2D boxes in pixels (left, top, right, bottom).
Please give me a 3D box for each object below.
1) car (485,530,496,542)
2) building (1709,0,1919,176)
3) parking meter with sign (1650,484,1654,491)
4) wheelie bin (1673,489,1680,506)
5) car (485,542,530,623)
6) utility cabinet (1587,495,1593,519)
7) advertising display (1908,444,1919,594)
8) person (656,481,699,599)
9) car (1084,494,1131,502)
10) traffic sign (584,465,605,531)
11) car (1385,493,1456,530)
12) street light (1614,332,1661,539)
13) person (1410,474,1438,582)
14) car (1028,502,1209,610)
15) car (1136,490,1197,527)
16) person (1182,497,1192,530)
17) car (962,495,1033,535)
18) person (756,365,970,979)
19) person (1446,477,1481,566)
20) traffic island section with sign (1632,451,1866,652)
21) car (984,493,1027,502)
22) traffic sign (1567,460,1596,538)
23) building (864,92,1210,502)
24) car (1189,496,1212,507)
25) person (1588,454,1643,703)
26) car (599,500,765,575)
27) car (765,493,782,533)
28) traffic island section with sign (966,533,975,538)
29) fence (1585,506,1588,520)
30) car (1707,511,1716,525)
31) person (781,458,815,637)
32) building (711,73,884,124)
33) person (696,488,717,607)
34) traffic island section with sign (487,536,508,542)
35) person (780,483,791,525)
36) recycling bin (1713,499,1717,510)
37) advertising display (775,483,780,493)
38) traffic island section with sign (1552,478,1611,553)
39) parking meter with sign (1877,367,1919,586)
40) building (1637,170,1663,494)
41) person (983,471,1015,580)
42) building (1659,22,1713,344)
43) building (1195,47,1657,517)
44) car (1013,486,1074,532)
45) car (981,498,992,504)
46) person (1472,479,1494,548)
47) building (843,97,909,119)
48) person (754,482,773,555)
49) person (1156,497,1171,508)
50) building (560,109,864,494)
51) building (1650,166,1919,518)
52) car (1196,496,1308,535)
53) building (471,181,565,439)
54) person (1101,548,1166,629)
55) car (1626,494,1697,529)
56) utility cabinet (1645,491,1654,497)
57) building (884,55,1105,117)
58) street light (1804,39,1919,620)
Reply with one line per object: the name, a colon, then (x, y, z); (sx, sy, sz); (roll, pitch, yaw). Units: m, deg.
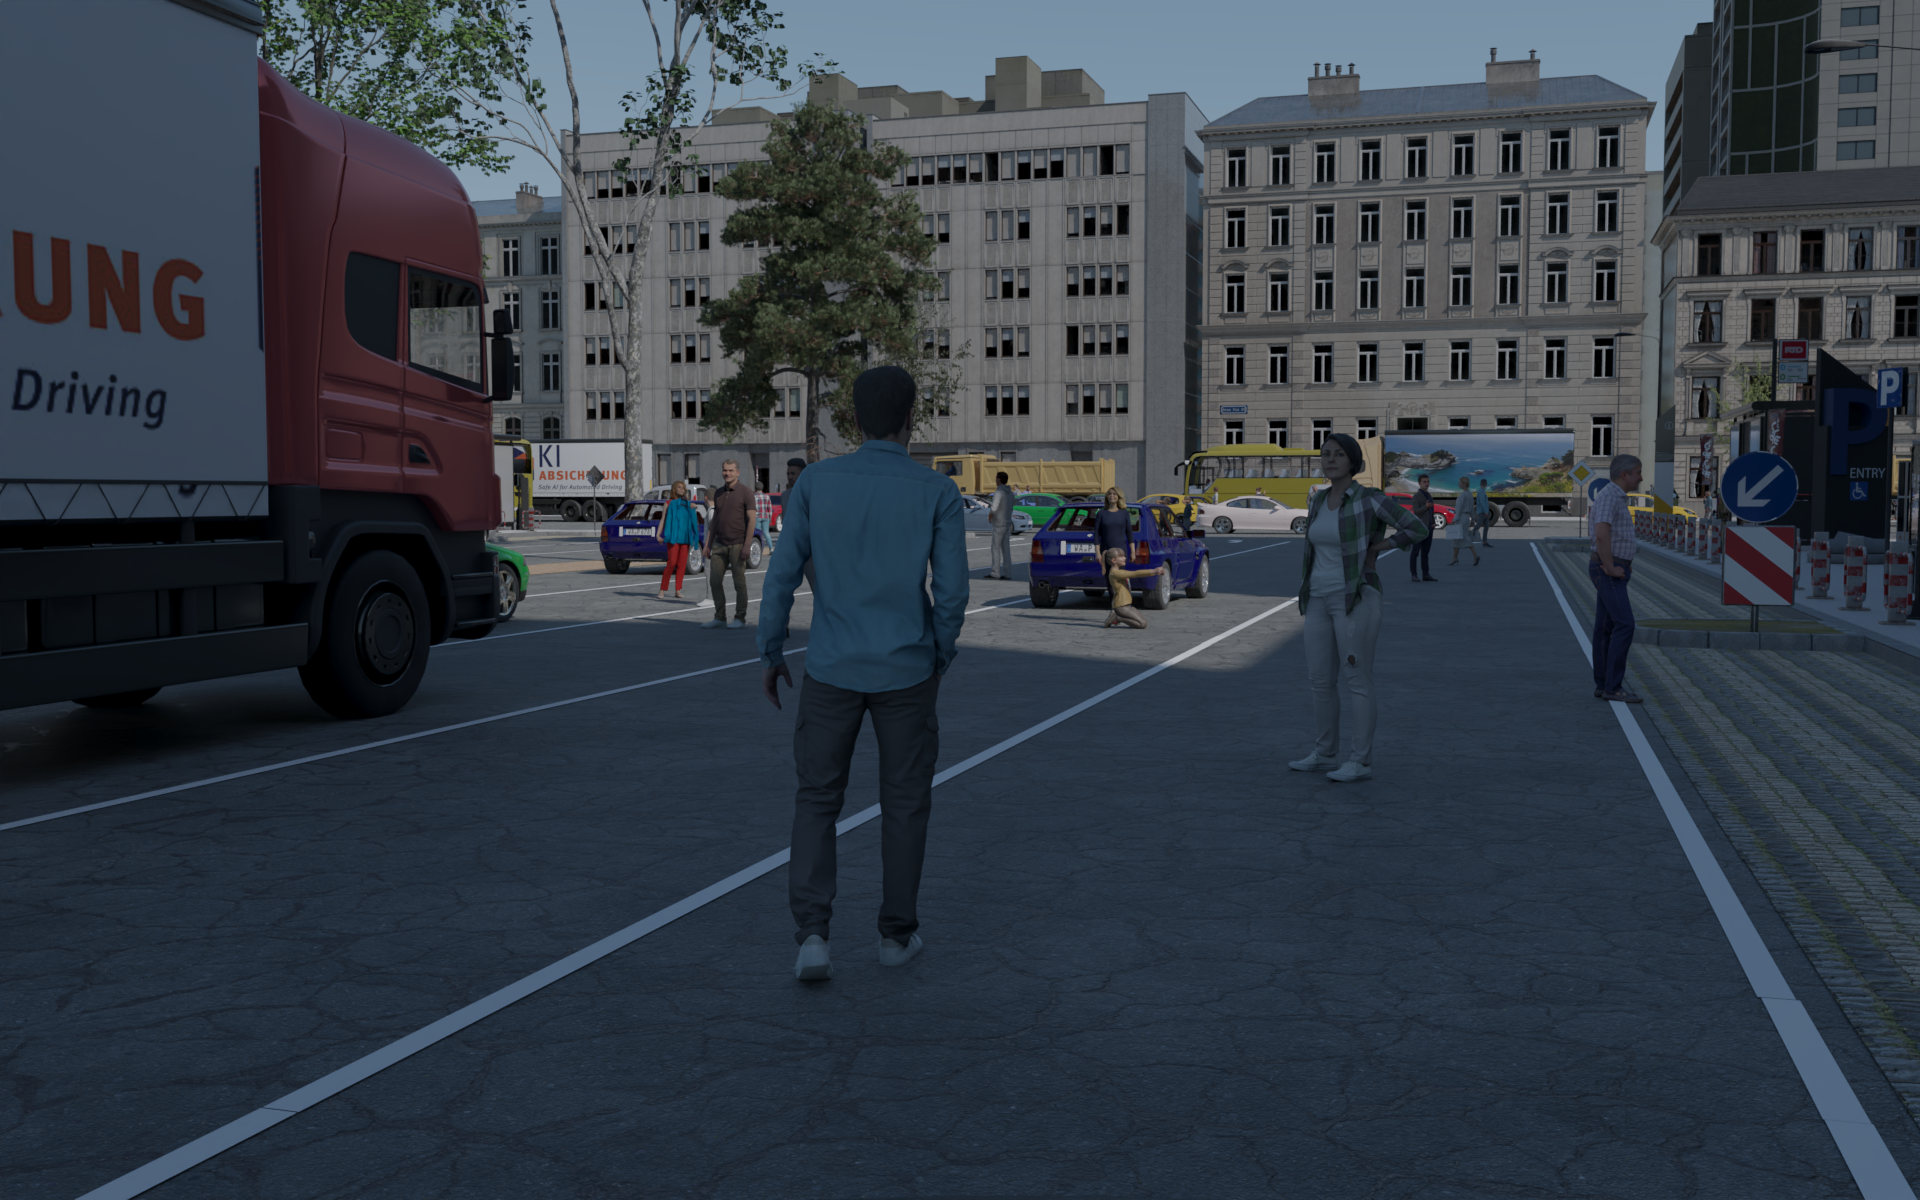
car: (-12.707, -1.881, 39.426); (2.281, 1.827, 5.304); (1, 4, 19)
building: (75.798, -43.674, 152.319); (20.563, 71.187, 20.611); (1, 4, 17)
parking meter with sign: (54.255, -8.498, 135.197); (1.738, 3.016, 0.543); (0, 4, 6)
wheelie bin: (47.582, -6.478, 113.817); (0.980, 1.594, 0.693); (0, 4, -1)
car: (-6.335, -0.576, 18.220); (1.959, 1.807, 4.718); (1, 4, 18)
utility cabinet: (32.226, -4.668, 87.484); (1.020, 1.237, 0.306); (3, 4, 37)
advertising display: (12.249, -1.026, 21.984); (0.123, 1.923, 0.974); (1, 4, 14)
person: (-3.889, -0.834, 23.843); (0.593, 1.614, 0.444); (-1, 4, -14)
car: (5.989, -3.530, 69.513); (2.131, 1.459, 4.920); (1, 4, 19)
traffic sign: (-12.679, -3.453, 60.094); (0.795, 2.450, 0.064); (1, 4, 17)
car: (18.275, -3.786, 70.948); (4.494, 1.783, 2.155); (1, 4, 19)
street light: (19.468, -4.723, 49.760); (1.470, 5.913, 1.316); (1, 4, 17)
person: (7.672, -1.178, 28.283); (0.617, 1.759, 0.750); (-2, 4, -25)
car: (2.183, -0.633, 22.930); (1.945, 1.354, 3.894); (1, 4, 19)
car: (8.503, -4.023, 75.995); (3.980, 1.641, 2.015); (1, 4, 19)
person: (6.467, -2.279, 49.670); (0.340, 1.345, 0.435); (1, 4, 16)
car: (0.310, -2.969, 60.538); (4.499, 1.417, 2.014); (1, 4, 17)
person: (-0.300, 0.204, 5.192); (0.660, 1.820, 0.620); (0, 4, 3)
person: (10.093, -1.577, 34.644); (0.694, 1.780, 0.624); (-2, 4, -34)
traffic island section with sign: (7.497, -0.497, 16.759); (1.989, 1.847, 2.006); (1, 4, 17)
car: (1.680, -3.998, 74.954); (3.694, 1.707, 1.945); (1, 4, 19)
traffic sign: (18.077, -2.862, 50.430); (0.795, 2.450, 0.064); (1, 4, 17)
building: (5.509, -17.911, 110.864); (19.932, 24.808, 12.078); (1, 4, 17)
car: (11.228, -4.238, 81.866); (3.894, 1.354, 1.945); (1, 4, 16)
person: (4.628, -0.164, 12.126); (0.436, 1.711, 0.756); (2, 4, 34)
car: (-5.074, -1.198, 32.168); (1.945, 1.354, 3.894); (1, 4, 18)
car: (-7.116, -3.489, 66.085); (2.155, 1.783, 4.494); (1, 4, 19)
traffic island section with sign: (-0.552, -2.964, 56.601); (2.006, 1.907, 1.989); (1, 4, 17)
fence: (32.208, -4.326, 86.111); (2.069, 0.683, 0.278); (1, 4, 22)
car: (32.309, -3.500, 69.225); (4.499, 1.417, 2.014); (1, 4, 16)
person: (-1.585, -0.525, 17.361); (0.678, 1.792, 0.850); (2, 4, 33)
building: (-15.194, -35.570, 205.269); (21.600, 48.544, 21.300); (1, 4, 17)
person: (-3.175, -0.680, 22.211); (0.523, 1.515, 0.503); (-2, 4, -24)
traffic island section with sign: (-14.792, -2.676, 52.380); (1.989, 1.847, 2.006); (1, 4, 17)
person: (-4.663, -2.350, 47.673); (0.760, 1.731, 0.466); (-1, 4, -11)
recycling bin: (37.524, -4.440, 85.155); (0.722, 1.027, 0.722); (-1, 4, -11)
advertising display: (-11.071, -6.105, 105.034); (0.123, 1.923, 0.974); (-1, 4, -17)
traffic island section with sign: (15.739, -2.097, 42.911); (1.989, 1.847, 2.006); (1, 4, 17)
parking meter with sign: (13.708, -1.702, 24.096); (1.738, 3.016, 0.543); (0, 4, -6)
building: (91.303, -38.885, 255.378); (30.456, 49.044, 23.786); (1, 4, 17)
person: (0.657, -1.238, 28.894); (0.789, 1.805, 0.875); (3, 4, 37)
building: (82.482, -33.618, 173.349); (21.300, 48.544, 21.600); (1, 4, 17)
building: (27.439, -18.726, 103.429); (25.104, 27.353, 12.463); (1, 4, 17)
car: (3.269, -3.349, 63.556); (4.718, 1.807, 1.959); (1, 4, 18)
car: (-0.293, -3.410, 68.110); (4.827, 1.381, 2.083); (1, 4, 18)
person: (13.946, -2.330, 46.461); (0.748, 1.841, 0.638); (2, 4, 27)
building: (-6.703, -29.490, 174.037); (32.217, 40.220, 23.993); (1, 4, 17)
person: (-4.657, -1.907, 40.523); (0.563, 1.720, 0.643); (-2, 4, -28)
person: (5.413, -2.070, 46.249); (0.435, 1.345, 0.340); (0, 4, -7)
building: (-14.534, -18.187, 115.382); (19.932, 24.808, 12.078); (1, 4, 17)
building: (48.752, -14.137, 95.771); (19.286, 19.102, 10.561); (1, 4, 17)
car: (10.951, -3.073, 62.598); (4.827, 1.381, 2.083); (1, 4, 17)
building: (-40.182, -18.771, 125.990); (34.723, 24.649, 14.460); (1, 4, 17)
person: (1.848, -0.125, 18.461); (0.695, 0.859, 0.347); (1, 4, 16)
car: (28.203, -3.736, 71.305); (3.980, 1.641, 2.015); (1, 4, 18)
utility cabinet: (44.132, -6.232, 110.578); (0.318, 1.500, 1.173); (3, 5, 43)
building: (5.469, -35.101, 197.598); (21.600, 48.544, 21.300); (1, 4, 17)
street light: (9.326, -2.764, 17.736); (1.470, 5.913, 1.316); (1, 4, 17)
